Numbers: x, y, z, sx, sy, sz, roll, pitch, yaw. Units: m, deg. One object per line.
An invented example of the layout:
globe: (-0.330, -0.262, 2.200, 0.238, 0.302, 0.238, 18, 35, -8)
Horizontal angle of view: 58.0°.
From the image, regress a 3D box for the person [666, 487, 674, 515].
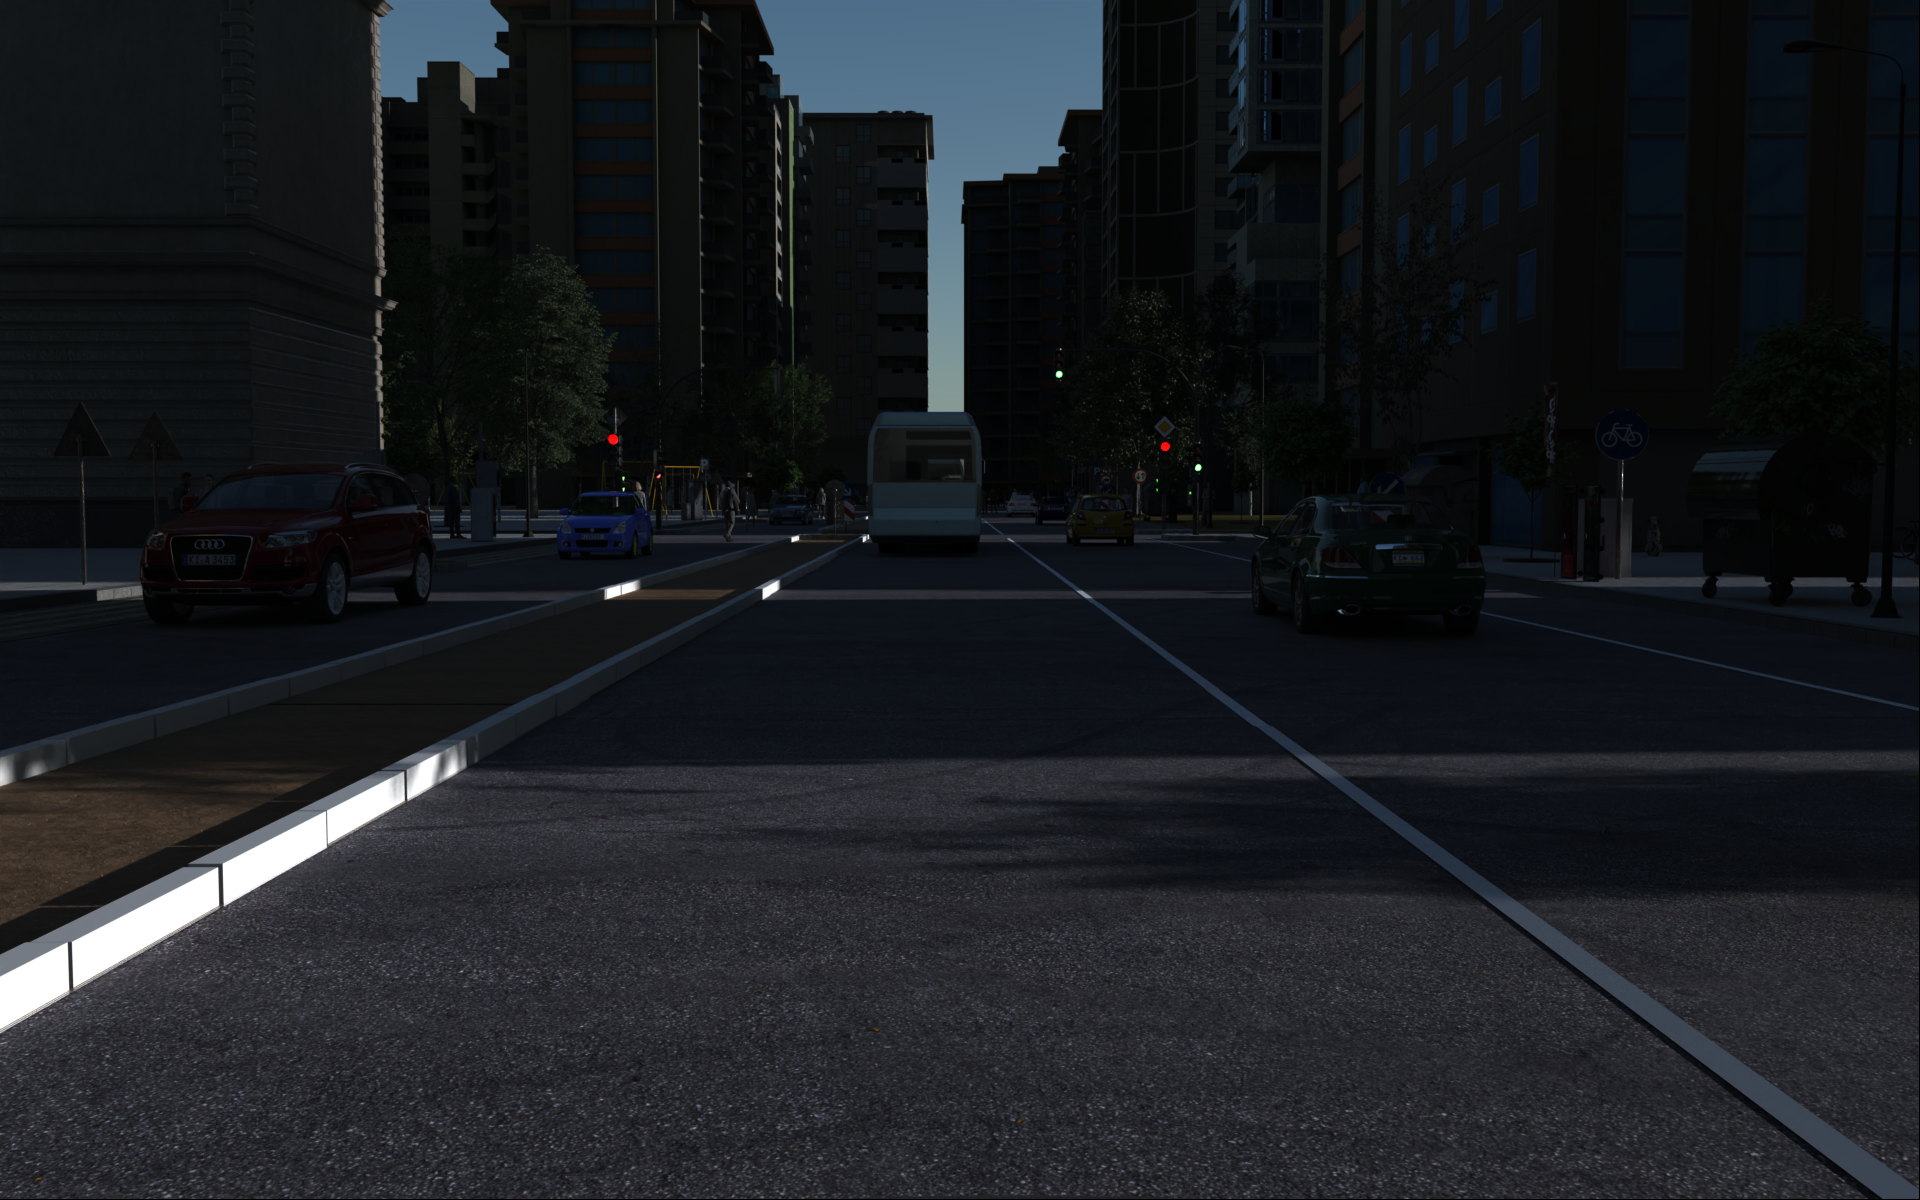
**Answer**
person: (-17.871, -6.089, 106.599, 0.522, 1.701, 0.512, 0, 4, -2)

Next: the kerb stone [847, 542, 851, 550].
kerb stone: (-2.878, -1.297, 43.423, 0.120, 0.150, 1.000, 0, 4, 0)

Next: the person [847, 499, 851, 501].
person: (-8.555, -7.607, 132.992, 0.853, 1.813, 0.709, -3, 5, -42)

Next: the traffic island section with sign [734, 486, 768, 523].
traffic island section with sign: (-10.712, -4.791, 86.955, 1.989, 1.847, 2.006, 0, 4, 0)

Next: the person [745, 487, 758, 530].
person: (-8.330, -3.659, 69.074, 0.466, 1.731, 0.760, 1, 4, 11)

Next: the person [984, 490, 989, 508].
person: (2.627, -10.333, 177.385, 0.705, 1.831, 1.348, 2, 4, 30)

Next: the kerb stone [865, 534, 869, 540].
kerb stone: (-2.938, -1.863, 52.649, 0.120, 0.150, 1.000, 0, 4, 0)

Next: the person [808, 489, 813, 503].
person: (-11.145, -7.294, 127.733, 0.573, 1.828, 0.580, 2, 4, 26)

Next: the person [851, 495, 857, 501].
person: (-10.475, -9.824, 169.851, 0.721, 1.736, 1.217, 3, 4, 39)

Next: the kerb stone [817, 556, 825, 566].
kerb stone: (-2.813, -0.727, 34.170, 0.120, 0.150, 1.000, 0, 4, 0)

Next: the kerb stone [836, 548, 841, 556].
kerb stone: (-2.852, -1.041, 39.315, 0.120, 0.150, 1.000, 0, 4, 0)

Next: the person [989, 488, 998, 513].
person: (2.549, -7.698, 133.720, 0.648, 1.900, 0.474, 1, 4, 16)

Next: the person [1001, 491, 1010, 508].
person: (4.577, -10.199, 175.805, 0.990, 1.755, 0.434, -2, 4, -23)

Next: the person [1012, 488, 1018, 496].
person: (4.009, -7.183, 125.828, 0.514, 1.842, 0.818, 1, 4, 16)

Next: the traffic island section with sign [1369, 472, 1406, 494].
traffic island section with sign: (7.586, -1.428, 31.975, 1.989, 1.847, 2.006, 0, 4, 0)

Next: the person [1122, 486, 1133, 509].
person: (6.420, -3.525, 66.885, 0.466, 1.731, 0.760, 0, 4, -5)

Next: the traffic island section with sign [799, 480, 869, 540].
traffic island section with sign: (-3.999, -2.845, 54.645, 2.006, 1.907, 1.989, 0, 4, 0)

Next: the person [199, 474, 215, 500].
person: (-15.596, -1.773, 36.036, 0.512, 1.701, 0.522, 0, 4, -2)

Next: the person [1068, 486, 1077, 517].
person: (5.140, -4.258, 78.372, 0.529, 1.795, 0.600, 3, 4, 39)

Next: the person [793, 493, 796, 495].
person: (-9.051, -5.141, 95.148, 0.503, 1.515, 0.523, 3, 5, 42)

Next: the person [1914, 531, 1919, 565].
person: (10.799, -0.778, 18.946, 0.709, 1.800, 0.728, 1, 4, 19)

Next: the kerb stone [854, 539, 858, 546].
kerb stone: (-2.895, -1.486, 46.498, 0.120, 0.150, 1.000, 0, 4, 0)

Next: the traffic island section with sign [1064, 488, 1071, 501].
traffic island section with sign: (7.035, -6.462, 114.286, 1.989, 1.847, 2.006, 0, 4, 0)

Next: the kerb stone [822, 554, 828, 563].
kerb stone: (-2.825, -0.796, 35.204, 0.120, 0.150, 1.000, 0, 4, 0)

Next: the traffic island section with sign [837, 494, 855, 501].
traffic island section with sign: (-11.247, -9.510, 164.109, 1.989, 1.847, 2.006, 0, 4, 0)

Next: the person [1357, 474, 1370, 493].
person: (10.085, -2.256, 43.187, 0.793, 1.790, 0.793, 0, 4, -5)

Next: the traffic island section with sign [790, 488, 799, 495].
traffic island section with sign: (-10.897, -6.470, 114.416, 1.989, 1.847, 2.006, 0, 4, 0)

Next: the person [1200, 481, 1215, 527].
person: (9.644, -3.736, 67.475, 0.599, 1.781, 0.374, 0, 4, 4)

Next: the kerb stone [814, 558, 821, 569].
kerb stone: (-2.797, -0.666, 33.148, 0.120, 0.150, 1.000, 0, 4, 0)

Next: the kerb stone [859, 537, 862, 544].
kerb stone: (-2.903, -1.611, 48.542, 0.120, 0.150, 1.000, 0, 4, 0)

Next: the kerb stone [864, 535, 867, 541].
kerb stone: (-2.933, -1.800, 51.628, 0.120, 0.150, 1.000, 0, 4, 0)

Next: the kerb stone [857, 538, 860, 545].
kerb stone: (-2.902, -1.544, 47.520, 0.120, 0.150, 1.000, 0, 4, 0)

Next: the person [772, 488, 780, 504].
person: (-11.737, -6.226, 110.476, 0.511, 1.800, 0.466, 0, 4, -1)

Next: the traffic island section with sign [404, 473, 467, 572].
traffic island section with sign: (-10.332, -1.450, 32.332, 1.989, 1.847, 2.006, 0, 4, 0)

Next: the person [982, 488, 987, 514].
person: (1.656, -6.985, 122.505, 0.447, 1.846, 0.655, -3, 5, -43)

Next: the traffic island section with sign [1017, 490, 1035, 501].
traffic island section with sign: (6.687, -9.516, 164.222, 1.989, 1.847, 2.006, 0, 4, 0)

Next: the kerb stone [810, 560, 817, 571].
kerb stone: (-2.798, -0.607, 32.122, 0.120, 0.150, 1.000, 0, 4, 0)

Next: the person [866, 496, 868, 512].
person: (-7.199, -7.672, 136.534, 0.523, 1.515, 0.503, 1, 4, 14)

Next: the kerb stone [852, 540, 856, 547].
kerb stone: (-2.883, -1.419, 45.467, 0.120, 0.150, 1.000, 0, 4, 0)

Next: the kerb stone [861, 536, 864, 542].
kerb stone: (-2.916, -1.675, 49.579, 0.120, 0.150, 1.000, 0, 4, 0)

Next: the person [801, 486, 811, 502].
person: (-9.343, -5.920, 104.657, 0.648, 1.900, 0.474, -2, 4, -23)

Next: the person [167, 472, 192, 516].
person: (-17.488, -2.001, 39.110, 0.721, 1.781, 0.623, -1, 4, -16)

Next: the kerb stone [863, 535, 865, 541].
kerb stone: (-2.925, -1.737, 50.601, 0.120, 0.150, 1.000, 0, 4, 0)

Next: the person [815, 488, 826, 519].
person: (-8.133, -5.624, 100.638, 0.709, 1.800, 0.728, 1, 4, 11)

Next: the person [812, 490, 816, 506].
person: (-15.583, -10.771, 182.947, 0.742, 1.727, 0.445, -3, 4, -38)

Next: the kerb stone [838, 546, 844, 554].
kerb stone: (-2.856, -1.109, 40.337, 0.120, 0.150, 1.000, 0, 4, 0)

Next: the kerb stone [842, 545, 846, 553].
kerb stone: (-2.861, -1.171, 41.366, 0.120, 0.150, 1.000, 0, 4, 0)

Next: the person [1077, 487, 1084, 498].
person: (5.766, -4.448, 81.585, 0.532, 1.782, 0.716, 1, 4, 16)

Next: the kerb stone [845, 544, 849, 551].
kerb stone: (-2.870, -1.235, 42.388, 0.120, 0.150, 1.000, 0, 4, 0)

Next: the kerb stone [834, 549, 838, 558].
kerb stone: (-2.844, -0.982, 38.292, 0.120, 0.150, 1.000, 0, 4, 0)

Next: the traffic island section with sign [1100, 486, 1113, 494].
traffic island section with sign: (7.212, -4.814, 87.332, 1.989, 1.847, 2.006, 0, 4, 0)

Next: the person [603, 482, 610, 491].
person: (-15.777, -4.378, 77.591, 0.622, 1.834, 0.822, -3, 5, -39)

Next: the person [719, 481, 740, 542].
person: (-6.929, -2.659, 52.070, 0.679, 1.850, 0.850, 1, 4, 15)

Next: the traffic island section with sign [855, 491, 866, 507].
traffic island section with sign: (-11.441, -11.253, 192.615, 1.989, 1.847, 2.006, 0, 4, 0)

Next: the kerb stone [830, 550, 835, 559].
kerb stone: (-2.835, -0.921, 37.264, 0.120, 0.150, 1.000, 0, 4, 0)

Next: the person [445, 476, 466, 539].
person: (-14.592, -2.675, 49.956, 0.419, 1.800, 0.721, -3, 5, -45)

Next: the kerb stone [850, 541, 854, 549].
kerb stone: (-2.880, -1.358, 44.445, 0.120, 0.150, 1.000, 0, 4, 0)

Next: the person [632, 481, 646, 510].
person: (-9.514, -2.567, 50.647, 0.709, 1.800, 0.728, -1, 4, -16)

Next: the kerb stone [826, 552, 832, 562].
kerb stone: (-2.819, -0.858, 36.234, 0.120, 0.150, 1.000, 0, 4, 0)
